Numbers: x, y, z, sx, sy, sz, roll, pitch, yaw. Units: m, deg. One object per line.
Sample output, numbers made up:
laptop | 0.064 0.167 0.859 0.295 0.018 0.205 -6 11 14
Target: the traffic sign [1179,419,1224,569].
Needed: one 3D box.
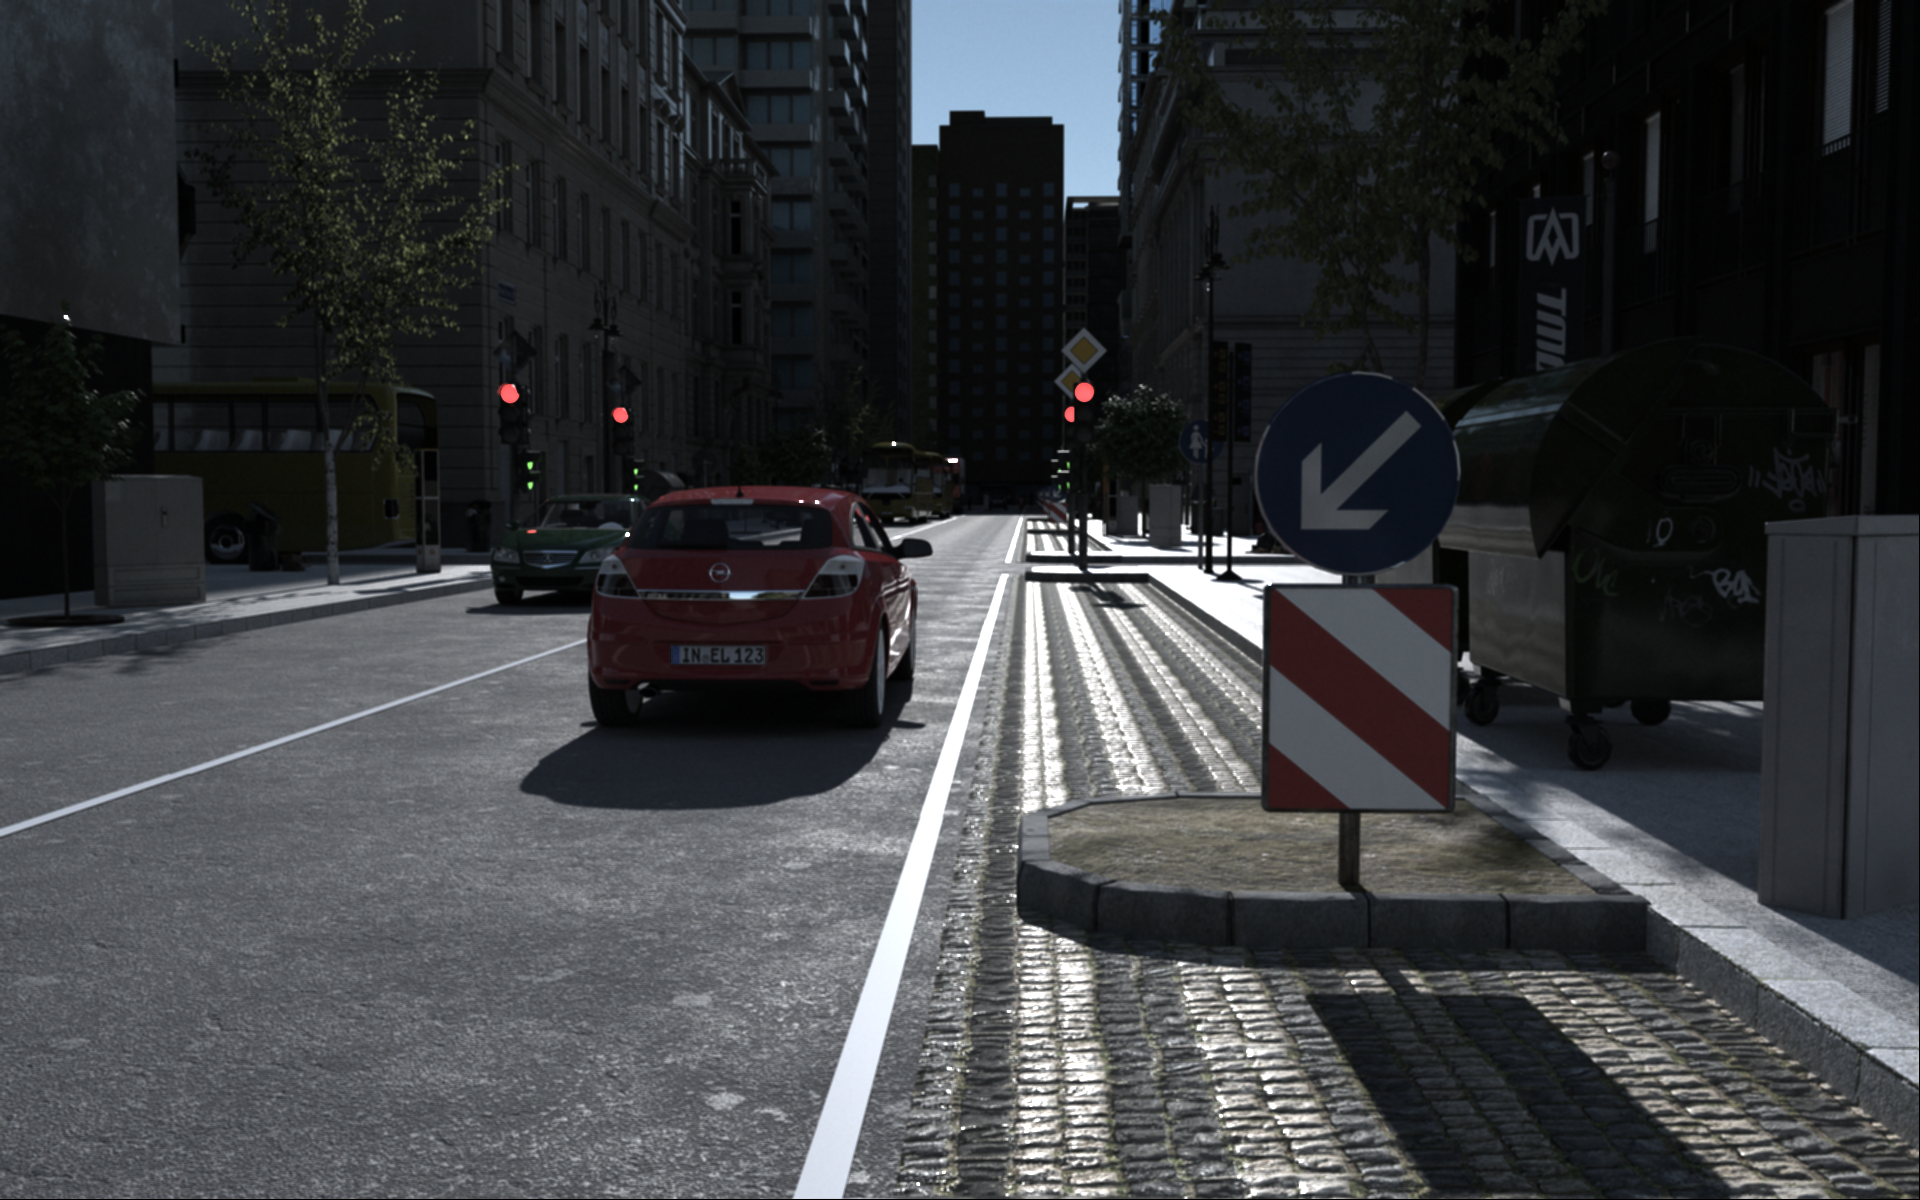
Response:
traffic sign | 4.120 -1.804 29.608 0.768 2.556 0.104 0 4 8

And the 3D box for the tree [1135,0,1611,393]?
tree | 4.151 -4.055 16.661 4.737 8.622 4.395 0 3 0

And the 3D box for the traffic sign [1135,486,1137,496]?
traffic sign | 5.616 -3.374 55.271 0.768 2.556 0.104 1 4 10

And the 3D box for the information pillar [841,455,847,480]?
information pillar | -6.869 -6.807 102.641 0.504 3.616 0.183 1 4 11

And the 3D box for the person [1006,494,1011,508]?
person | 4.985 -10.129 177.292 0.799 1.438 0.628 1 4 22

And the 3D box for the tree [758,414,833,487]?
tree | -6.756 -5.377 71.629 4.285 4.588 4.351 0 3 0

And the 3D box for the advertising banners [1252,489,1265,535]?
advertising banners | 9.316 -3.539 54.055 2.074 3.025 0.090 -2 4 -32

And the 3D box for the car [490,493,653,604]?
car | -5.095 -0.755 24.142 2.131 1.459 4.920 0 4 2

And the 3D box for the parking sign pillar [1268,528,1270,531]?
parking sign pillar | 11.083 -4.362 59.787 1.447 3.967 1.447 0 4 5

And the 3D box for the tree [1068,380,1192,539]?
tree | 5.312 -4.056 50.029 4.285 4.588 4.351 0 3 0

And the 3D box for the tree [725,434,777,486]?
tree | -6.964 -3.758 56.046 1.663 3.219 1.824 0 3 0

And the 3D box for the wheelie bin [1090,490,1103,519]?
wheelie bin | 7.071 -4.943 88.724 0.693 1.594 0.980 2 4 30

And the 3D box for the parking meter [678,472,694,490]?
parking meter | -7.106 -2.401 44.975 0.399 1.863 0.255 3 4 37

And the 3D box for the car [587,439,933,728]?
car | -1.296 -0.189 12.138 2.155 1.783 4.494 0 4 2

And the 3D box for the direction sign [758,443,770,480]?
direction sign | -8.710 -5.209 77.158 0.379 3.537 0.876 -3 5 -42

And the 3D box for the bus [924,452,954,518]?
bus | -1.934 -6.942 105.045 2.896 3.916 12.252 0 4 2

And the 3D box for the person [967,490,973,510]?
person | 0.902 -9.048 156.437 0.705 1.823 1.348 1 4 17

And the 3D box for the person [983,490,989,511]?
person | 2.174 -8.328 145.329 0.551 1.740 0.621 -1 4 -13

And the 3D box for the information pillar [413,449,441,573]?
information pillar | -8.665 -1.449 28.182 0.304 2.012 0.304 -3 5 -42

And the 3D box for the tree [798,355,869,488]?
tree | -6.841 -8.675 92.193 4.360 8.622 3.978 0 3 0

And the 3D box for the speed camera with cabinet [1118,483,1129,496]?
speed camera with cabinet | 7.202 -5.199 79.334 0.660 3.252 2.038 1 4 21

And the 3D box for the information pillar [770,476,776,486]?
information pillar | -7.125 -3.781 66.319 0.304 2.012 0.304 0 4 -8

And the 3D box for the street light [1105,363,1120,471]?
street light | 5.368 -5.389 60.905 0.468 5.910 1.993 0 4 2

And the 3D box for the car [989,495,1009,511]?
car | 3.293 -8.511 151.729 1.945 1.354 3.894 0 4 0

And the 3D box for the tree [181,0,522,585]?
tree | -8.638 -4.518 24.237 4.360 8.622 3.978 0 3 0

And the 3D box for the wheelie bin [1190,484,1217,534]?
wheelie bin | 7.870 -2.943 56.026 0.980 1.594 0.693 3 4 38

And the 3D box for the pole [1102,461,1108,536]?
pole | 4.424 -3.598 52.673 0.158 3.312 0.155 0 3 0

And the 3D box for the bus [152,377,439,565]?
bus | -16.638 -2.593 33.942 12.252 3.916 2.896 0 4 2

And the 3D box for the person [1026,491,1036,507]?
person | 7.437 -10.499 180.682 1.217 1.766 0.721 -2 4 -32

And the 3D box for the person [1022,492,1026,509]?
person | 6.158 -9.541 165.966 0.415 1.643 0.593 0 4 2

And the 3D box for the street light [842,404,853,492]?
street light | -5.757 -7.082 88.571 0.468 5.910 1.993 0 4 2

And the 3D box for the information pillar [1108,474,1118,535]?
information pillar | 4.774 -3.047 54.308 0.304 2.012 0.304 0 4 -3

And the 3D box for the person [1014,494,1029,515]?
person | 4.172 -6.481 117.729 1.065 1.426 0.557 1 4 18

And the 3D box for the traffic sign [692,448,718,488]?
traffic sign | -7.131 -2.954 48.398 0.768 2.556 0.104 1 4 8

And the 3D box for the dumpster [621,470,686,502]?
dumpster | -7.461 -2.226 42.147 1.264 1.857 1.865 0 4 2

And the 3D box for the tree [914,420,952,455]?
tree | -2.606 -13.562 172.103 4.737 8.622 4.395 0 3 0

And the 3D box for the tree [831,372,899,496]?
tree | -5.858 -9.480 105.362 4.737 8.622 4.395 0 3 0

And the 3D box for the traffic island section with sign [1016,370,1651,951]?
traffic island section with sign | 1.207 0.138 6.379 1.989 1.847 2.006 0 4 2

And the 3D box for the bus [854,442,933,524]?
bus | -3.042 -5.757 85.680 2.896 3.916 12.252 0 4 4

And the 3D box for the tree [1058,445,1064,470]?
tree | 6.821 -6.834 95.445 4.285 4.588 4.351 0 3 0

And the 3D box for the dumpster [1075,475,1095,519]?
dumpster | 6.632 -5.377 90.411 1.502 2.255 1.985 0 4 2

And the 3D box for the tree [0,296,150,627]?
tree | -8.755 -1.371 17.011 1.663 3.219 1.824 0 3 0

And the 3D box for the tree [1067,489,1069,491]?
tree | 9.067 -8.712 137.039 1.663 3.219 1.824 0 3 0

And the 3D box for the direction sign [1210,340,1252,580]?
direction sign | 4.039 -2.072 25.879 0.876 3.537 0.379 -3 5 -40

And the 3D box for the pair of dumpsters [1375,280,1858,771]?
pair of dumpsters | 3.412 -0.457 9.963 1.574 2.255 4.437 0 4 2

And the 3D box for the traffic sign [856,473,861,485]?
traffic sign | -5.680 -6.181 101.163 0.768 2.556 0.104 1 4 8
